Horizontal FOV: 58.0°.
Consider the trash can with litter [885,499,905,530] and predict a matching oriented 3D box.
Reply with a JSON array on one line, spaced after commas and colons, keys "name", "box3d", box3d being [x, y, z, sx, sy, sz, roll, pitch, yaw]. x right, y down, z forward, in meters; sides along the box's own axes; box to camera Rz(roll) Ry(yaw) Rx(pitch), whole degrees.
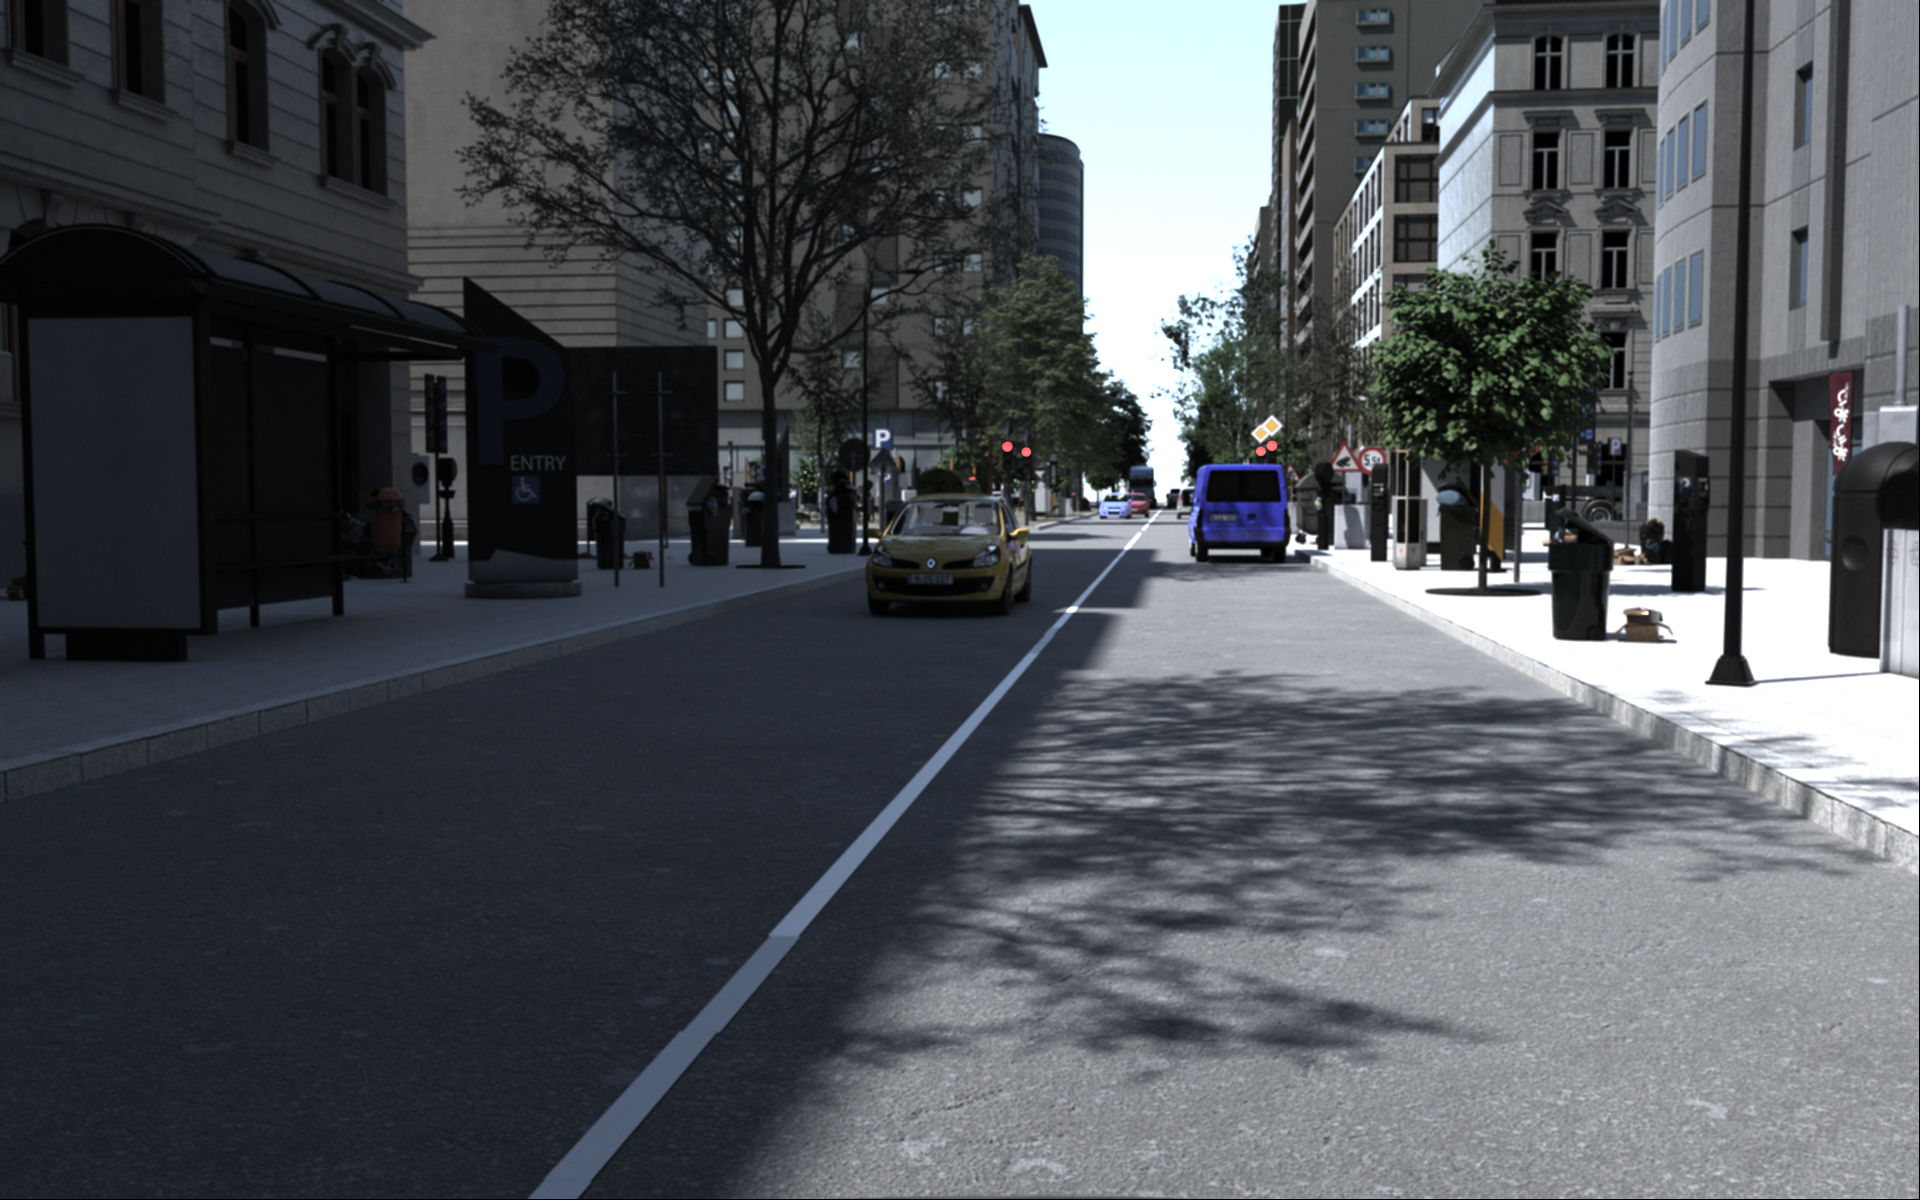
[{"name": "trash can with litter", "box3d": [-1.465, -1.836, 41.399, 0.624, 1.170, 1.055, 0, 4, -8]}]

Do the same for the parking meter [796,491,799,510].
[{"name": "parking meter", "box3d": [-13.385, -8.302, 141.450, 0.399, 1.863, 0.255, -1, 4, -20]}]

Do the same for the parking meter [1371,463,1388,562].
[{"name": "parking meter", "box3d": [7.982, -1.666, 32.953, 0.255, 1.863, 0.399, 2, 4, 23]}]

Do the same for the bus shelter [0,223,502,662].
[{"name": "bus shelter", "box3d": [-6.177, -1.334, 15.728, 2.014, 3.302, 5.546, 0, 4, 7]}]

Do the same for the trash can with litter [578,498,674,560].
[{"name": "trash can with litter", "box3d": [-6.788, -1.413, 34.168, 2.233, 1.210, 1.678, 1, 4, 13]}]

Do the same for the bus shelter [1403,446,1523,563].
[{"name": "bus shelter", "box3d": [9.920, -2.478, 34.432, 2.014, 3.302, 5.546, 0, 4, 7]}]

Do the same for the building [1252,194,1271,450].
[{"name": "building", "box3d": [57.501, -39.764, 273.845, 21.300, 48.544, 21.600, 0, 4, 7]}]

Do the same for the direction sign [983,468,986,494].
[{"name": "direction sign", "box3d": [1.877, -8.695, 134.168, 0.379, 3.537, 0.876, 1, 4, 15]}]

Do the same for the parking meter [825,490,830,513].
[{"name": "parking meter", "box3d": [-8.552, -6.324, 111.814, 0.372, 1.533, 0.369, 0, 3, 0]}]

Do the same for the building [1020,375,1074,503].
[{"name": "building", "box3d": [2.042, -24.957, 253.079, 27.650, 21.520, 28.899, 0, 4, 7]}]

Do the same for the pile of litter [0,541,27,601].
[{"name": "pile of litter", "box3d": [-11.179, -0.451, 21.334, 1.719, 0.858, 1.176, 0, 4, -1]}]

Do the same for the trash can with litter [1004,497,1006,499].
[{"name": "trash can with litter", "box3d": [1.500, -3.699, 71.869, 1.055, 1.170, 0.624, 1, 4, 11]}]

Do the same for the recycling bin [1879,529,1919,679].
[{"name": "recycling bin", "box3d": [7.008, 0.022, 12.188, 0.722, 1.027, 0.722, 0, 4, 2]}]

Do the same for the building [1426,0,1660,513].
[{"name": "building", "box3d": [45.574, -18.641, 81.203, 44.131, 29.872, 17.030, 0, 4, 7]}]

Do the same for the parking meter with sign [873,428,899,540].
[{"name": "parking meter with sign", "box3d": [-1.889, -3.085, 46.708, 0.543, 3.016, 1.738, 1, 4, 10]}]

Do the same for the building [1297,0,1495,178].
[{"name": "building", "box3d": [41.338, -32.392, 153.305, 21.300, 48.544, 21.600, 0, 4, 7]}]

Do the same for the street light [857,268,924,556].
[{"name": "street light", "box3d": [-1.430, -3.873, 35.863, 1.470, 5.913, 1.316, 0, 4, 7]}]

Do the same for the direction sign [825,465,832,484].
[{"name": "direction sign", "box3d": [-10.350, -8.859, 136.843, 0.379, 3.537, 0.876, 3, 4, 36]}]

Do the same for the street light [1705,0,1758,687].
[{"name": "street light", "box3d": [4.675, -2.388, 11.591, 1.470, 5.913, 1.316, 0, 4, 7]}]

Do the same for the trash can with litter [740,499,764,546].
[{"name": "trash can with litter", "box3d": [-5.119, -1.903, 42.504, 0.624, 1.170, 1.055, -1, 4, -11]}]

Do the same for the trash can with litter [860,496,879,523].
[{"name": "trash can with litter", "box3d": [-4.094, -4.505, 84.717, 1.678, 1.210, 2.233, 2, 4, 28]}]

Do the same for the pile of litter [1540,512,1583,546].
[{"name": "pile of litter", "box3d": [14.782, -1.729, 42.240, 1.176, 0.858, 1.719, 2, 4, 23]}]

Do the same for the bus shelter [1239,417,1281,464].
[{"name": "bus shelter", "box3d": [15.327, -6.743, 87.882, 2.179, 5.291, 8.768, 0, 4, 7]}]

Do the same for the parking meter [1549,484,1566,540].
[{"name": "parking meter", "box3d": [15.159, -2.172, 43.924, 0.372, 1.533, 0.369, 0, 3, 0]}]

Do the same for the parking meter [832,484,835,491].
[{"name": "parking meter", "box3d": [-5.407, -4.283, 75.736, 0.399, 1.863, 0.255, -1, 4, -11]}]

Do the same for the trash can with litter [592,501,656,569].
[{"name": "trash can with litter", "box3d": [-5.784, -1.128, 29.824, 1.055, 1.170, 0.624, -1, 4, -14]}]

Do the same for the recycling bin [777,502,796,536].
[{"name": "recycling bin", "box3d": [-5.594, -2.531, 53.930, 0.722, 1.027, 0.722, -3, 5, -44]}]

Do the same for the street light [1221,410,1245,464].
[{"name": "street light", "box3d": [15.133, -7.534, 95.721, 1.470, 5.913, 1.316, 0, 4, 7]}]

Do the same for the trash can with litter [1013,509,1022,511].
[{"name": "trash can with litter", "box3d": [4.647, -7.232, 129.301, 2.233, 1.210, 1.678, 2, 4, 30]}]

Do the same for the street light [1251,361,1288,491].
[{"name": "street light", "box3d": [10.815, -5.373, 60.382, 1.470, 5.913, 1.316, 0, 4, 7]}]

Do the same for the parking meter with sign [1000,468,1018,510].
[{"name": "parking meter with sign", "box3d": [2.988, -7.149, 113.145, 0.543, 3.016, 1.738, 3, 5, 43]}]

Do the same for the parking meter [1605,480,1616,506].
[{"name": "parking meter", "box3d": [27.539, -4.134, 73.303, 0.399, 1.863, 0.255, 3, 5, 43]}]

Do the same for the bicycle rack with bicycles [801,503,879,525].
[{"name": "bicycle rack with bicycles", "box3d": [-5.241, -3.630, 72.728, 2.925, 0.926, 2.852, -2, 4, -33]}]

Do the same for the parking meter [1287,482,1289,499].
[{"name": "parking meter", "box3d": [13.219, -3.986, 70.888, 0.399, 1.863, 0.255, 3, 4, 37]}]

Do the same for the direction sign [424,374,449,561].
[{"name": "direction sign", "box3d": [-9.988, -2.513, 33.088, 0.379, 3.537, 0.876, 1, 4, 8]}]

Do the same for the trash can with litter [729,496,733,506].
[{"name": "trash can with litter", "box3d": [-16.318, -7.122, 127.496, 2.233, 1.210, 1.678, -2, 4, -30]}]

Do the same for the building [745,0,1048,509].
[{"name": "building", "box3d": [-5.628, -36.666, 188.722, 28.713, 52.752, 27.495, 0, 4, 7]}]

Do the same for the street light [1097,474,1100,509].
[{"name": "street light", "box3d": [12.287, -10.633, 146.394, 1.470, 5.913, 1.316, 0, 4, 7]}]

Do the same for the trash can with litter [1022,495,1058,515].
[{"name": "trash can with litter", "box3d": [5.300, -5.911, 107.700, 2.233, 1.210, 1.678, 1, 4, 14]}]

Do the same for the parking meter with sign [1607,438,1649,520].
[{"name": "parking meter with sign", "box3d": [20.722, -3.474, 53.057, 0.543, 3.016, 1.738, -2, 4, -32]}]

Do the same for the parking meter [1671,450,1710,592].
[{"name": "parking meter", "box3d": [9.607, -1.043, 22.769, 0.255, 1.863, 0.399, -2, 4, -29]}]

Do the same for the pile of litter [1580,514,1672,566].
[{"name": "pile of litter", "box3d": [12.393, -1.081, 31.645, 1.719, 0.858, 1.176, -1, 4, -20]}]

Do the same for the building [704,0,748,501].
[{"name": "building", "box3d": [-8.982, -35.000, 161.483, 28.713, 52.752, 27.495, 0, 4, 7]}]

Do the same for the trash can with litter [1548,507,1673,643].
[{"name": "trash can with litter", "box3d": [5.719, -0.236, 15.238, 1.055, 1.170, 0.624, 2, 4, 23]}]

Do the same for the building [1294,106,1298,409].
[{"name": "building", "box3d": [46.430, -34.204, 178.838, 23.786, 49.044, 30.456, 0, 4, 7]}]

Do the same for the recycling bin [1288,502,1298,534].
[{"name": "recycling bin", "box3d": [10.420, -2.621, 55.399, 0.722, 1.027, 0.722, 0, 4, 2]}]

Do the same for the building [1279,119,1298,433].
[{"name": "building", "box3d": [44.785, -33.746, 201.862, 14.600, 45.320, 14.200, 0, 4, 7]}]

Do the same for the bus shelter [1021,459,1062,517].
[{"name": "bus shelter", "box3d": [4.764, -6.566, 101.279, 2.014, 3.302, 5.546, 0, 4, 7]}]

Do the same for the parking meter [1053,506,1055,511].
[{"name": "parking meter", "box3d": [7.099, -7.801, 133.256, 0.399, 1.863, 0.255, 2, 4, 35]}]

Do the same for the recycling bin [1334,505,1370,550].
[{"name": "recycling bin", "box3d": [9.138, -1.701, 40.359, 0.722, 1.027, 0.722, 1, 4, 21]}]

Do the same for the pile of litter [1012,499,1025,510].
[{"name": "pile of litter", "box3d": [4.947, -7.785, 141.251, 1.719, 0.858, 1.176, 2, 4, 27]}]

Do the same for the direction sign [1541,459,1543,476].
[{"name": "direction sign", "box3d": [25.377, -5.048, 74.530, 0.379, 3.537, 0.876, -2, 4, -34]}]

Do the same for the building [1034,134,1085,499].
[{"name": "building", "box3d": [8.732, -45.128, 279.843, 21.231, 58.520, 28.212, 0, 4, 7]}]

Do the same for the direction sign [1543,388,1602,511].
[{"name": "direction sign", "box3d": [9.877, -2.193, 27.849, 0.379, 3.537, 0.876, -1, 4, -22]}]

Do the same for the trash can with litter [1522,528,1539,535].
[{"name": "trash can with litter", "box3d": [17.090, -2.677, 54.831, 1.678, 1.210, 2.233, -2, 4, -27]}]

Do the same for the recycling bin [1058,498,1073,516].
[{"name": "recycling bin", "box3d": [6.055, -5.317, 99.491, 0.722, 1.027, 0.722, 1, 4, 13]}]

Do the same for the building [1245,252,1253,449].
[{"name": "building", "box3d": [55.233, -37.229, 292.294, 14.154, 41.232, 14.086, 0, 4, 7]}]

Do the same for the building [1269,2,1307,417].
[{"name": "building", "box3d": [53.892, -49.793, 252.374, 20.563, 71.187, 20.611, 0, 4, 7]}]

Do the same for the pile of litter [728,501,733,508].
[{"name": "pile of litter", "box3d": [-14.890, -6.029, 112.537, 1.719, 0.858, 1.176, 3, 5, 43]}]
